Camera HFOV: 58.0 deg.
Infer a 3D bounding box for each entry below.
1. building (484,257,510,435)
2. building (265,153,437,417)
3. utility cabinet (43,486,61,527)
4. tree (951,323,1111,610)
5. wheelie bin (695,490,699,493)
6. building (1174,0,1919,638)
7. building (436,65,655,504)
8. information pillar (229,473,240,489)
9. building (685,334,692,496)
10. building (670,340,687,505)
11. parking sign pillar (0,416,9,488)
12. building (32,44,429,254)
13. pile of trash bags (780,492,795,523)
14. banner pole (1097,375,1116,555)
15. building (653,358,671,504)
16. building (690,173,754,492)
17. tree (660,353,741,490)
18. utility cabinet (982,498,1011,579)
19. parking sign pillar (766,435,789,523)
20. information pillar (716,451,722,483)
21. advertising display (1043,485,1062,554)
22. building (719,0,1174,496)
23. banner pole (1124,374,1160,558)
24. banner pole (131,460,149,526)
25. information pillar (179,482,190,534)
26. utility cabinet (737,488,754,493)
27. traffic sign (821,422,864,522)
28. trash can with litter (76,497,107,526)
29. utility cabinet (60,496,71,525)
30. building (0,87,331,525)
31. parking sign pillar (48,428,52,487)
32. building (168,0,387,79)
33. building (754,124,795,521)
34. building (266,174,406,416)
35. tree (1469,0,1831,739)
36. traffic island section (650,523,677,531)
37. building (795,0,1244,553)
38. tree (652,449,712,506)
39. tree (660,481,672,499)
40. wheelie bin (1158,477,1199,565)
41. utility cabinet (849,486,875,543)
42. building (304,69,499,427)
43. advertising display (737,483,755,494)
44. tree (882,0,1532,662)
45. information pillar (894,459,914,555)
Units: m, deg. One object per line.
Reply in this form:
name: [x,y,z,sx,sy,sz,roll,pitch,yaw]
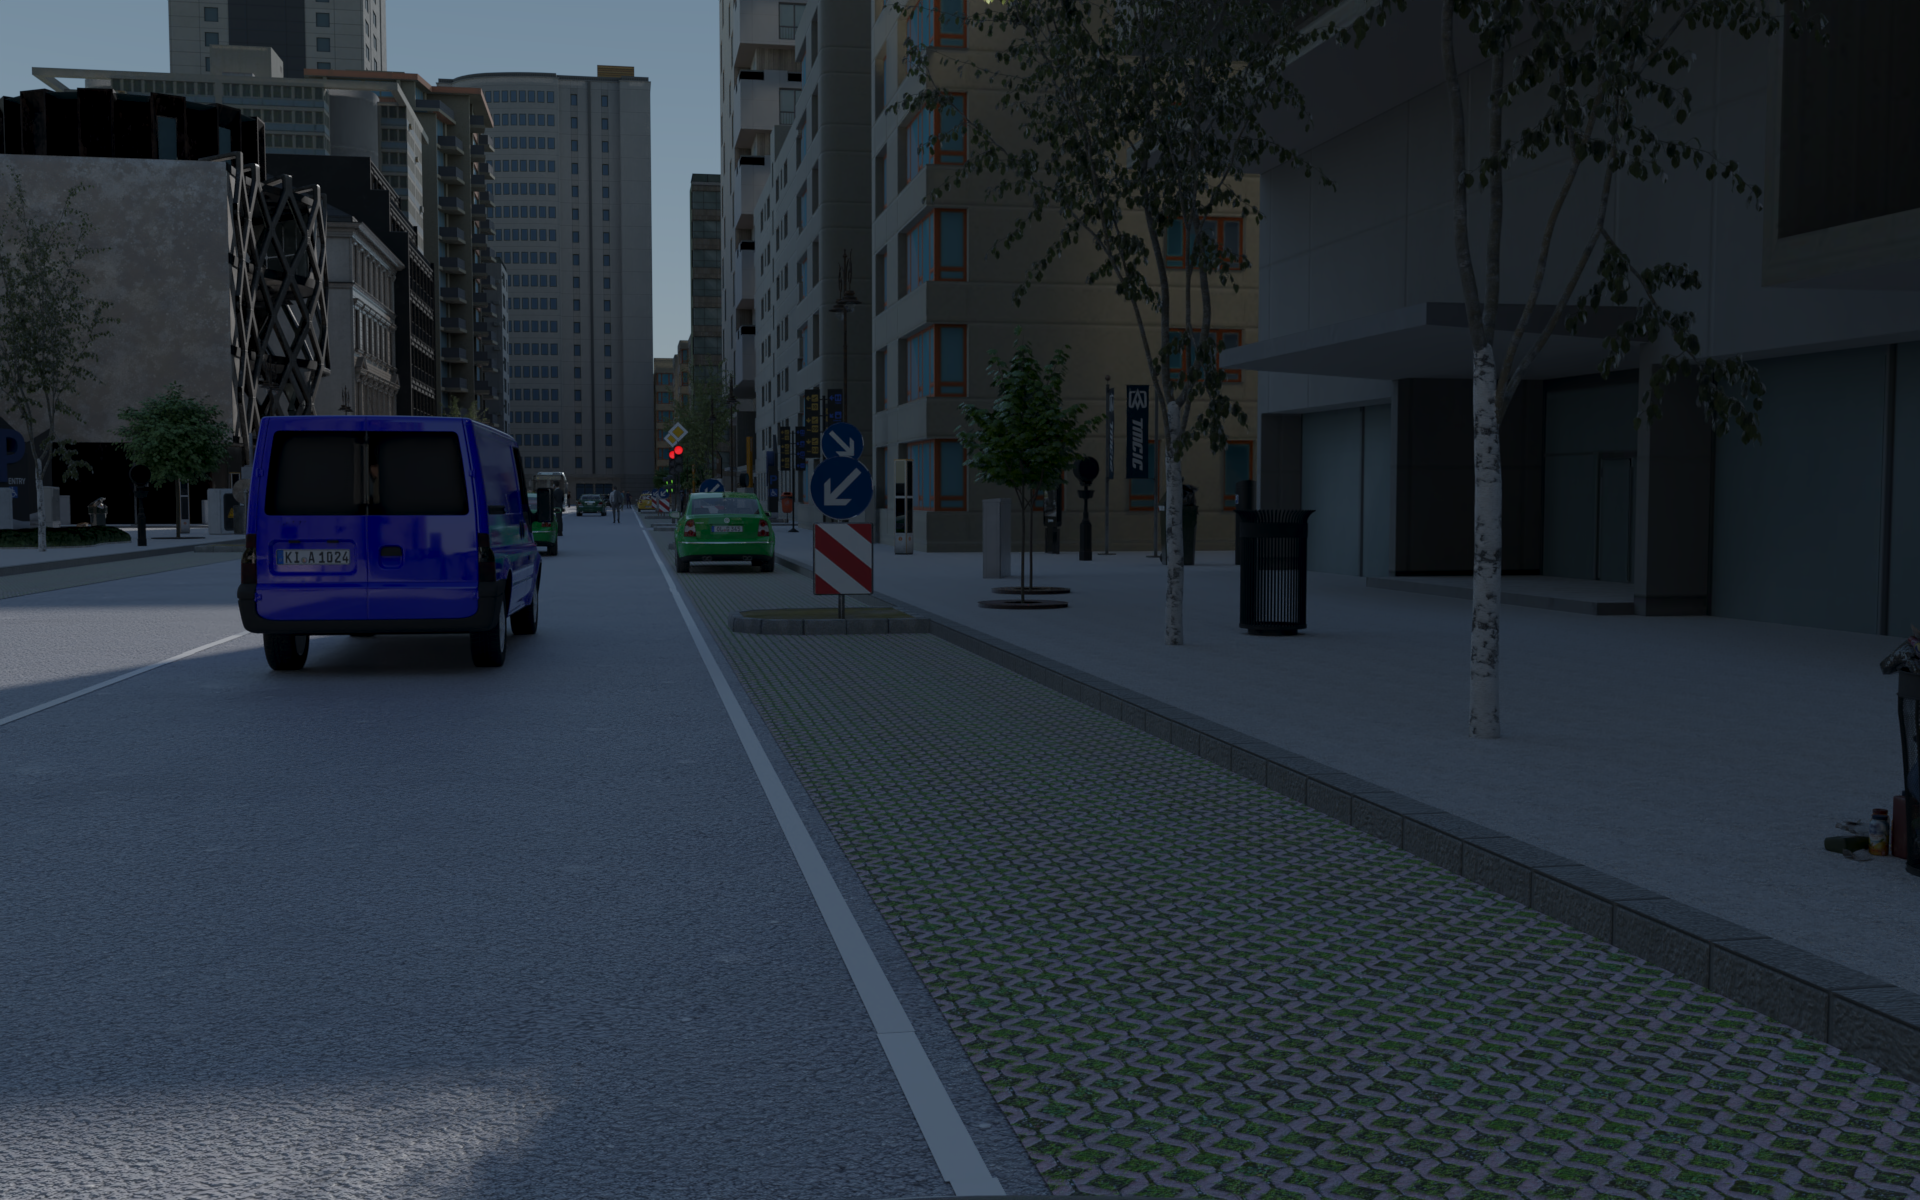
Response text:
building: [-62.108,-26.832,210.402,14.107,30.474,14.160,-1,4,-11]
building: [-43.953,-17.837,121.319,12.332,23.373,15.834,-1,4,-11]
utility cabinet: [-26.070,-2.508,49.680,0.318,1.500,1.173,-1,4,-18]
tree: [0.661,-1.539,19.769,1.663,3.219,1.824,0,3,0]
wheelie bin: [-18.898,-7.166,125.065,0.693,1.594,0.980,0,4,8]
building: [18.208,-26.215,17.847,28.713,52.752,27.495,-1,4,-11]
building: [-56.956,-42.678,239.780,28.212,58.520,21.231,-1,4,-11]
information pillar: [-24.908,-3.367,59.536,0.304,2.012,0.304,-2,4,-32]
building: [-14.083,-20.642,182.531,27.650,21.520,28.899,-1,4,-11]
building: [-20.572,-22.397,211.226,27.650,21.520,28.899,-1,4,-11]
parking sign pillar: [-28.514,-3.874,51.804,1.447,3.967,1.447,1,4,12]
building: [-61.323,-28.309,154.725,32.217,40.220,23.993,-1,4,-11]
pile of trash bags: [-8.968,-4.038,75.769,3.447,1.369,1.912,0,4,-6]
banner pole: [3.130,-2.826,36.221,0.401,3.779,0.863,0,4,-7]
building: [-29.305,-24.720,249.208,28.899,21.520,27.650,-1,4,-11]
building: [-17.791,-23.730,159.686,14.160,30.474,14.107,-1,4,-11]
tree: [-13.168,-8.496,89.266,4.737,8.622,4.395,0,3,0]
utility cabinet: [0.565,-0.954,26.759,0.306,1.237,1.020,1,4,10]
parking sign pillar: [-8.426,-5.468,77.867,1.447,3.967,1.447,-1,4,-10]
information pillar: [-12.921,-6.217,93.007,0.183,3.616,0.504,-3,4,-38]
advertising display: [1.987,-1.959,37.236,0.123,1.923,0.974,-1,4,-14]
building: [-2.936,-32.702,123.916,28.713,52.752,27.495,-1,4,-11]
banner pole: [3.735,-2.748,34.940,0.863,3.779,0.401,-1,4,-8]
banner pole: [-33.520,-4.939,70.776,0.401,3.779,0.863,2,4,27]
information pillar: [-25.204,-3.161,56.172,0.304,2.012,0.304,-3,5,-43]
utility cabinet: [-7.349,-3.091,59.221,0.318,1.500,1.173,0,4,7]
traffic sign: [-2.094,-1.877,30.787,0.768,2.556,0.104,-1,4,-9]
trash can with litter: [-29.942,-2.950,59.617,1.055,1.170,0.624,0,4,-7]
utility cabinet: [-37.597,-3.723,72.033,1.020,1.237,0.306,-2,4,-34]
building: [-38.457,-13.024,80.393,16.820,18.784,16.811,-1,4,-11]
parking sign pillar: [-37.692,-5.014,70.445,1.447,3.967,1.447,-3,5,-40]
building: [-78.510,-46.746,202.549,20.611,71.187,20.563,-1,4,-11]
building: [4.264,-15.283,94.914,28.899,21.520,27.650,-1,4,-11]
building: [-39.982,-14.663,104.364,10.561,19.102,19.286,-1,4,-11]
tree: [2.891,-3.567,8.690,4.360,8.622,3.978,0,3,0]
traffic island section: [-12.443,-3.246,75.353,2.009,0.180,2.903,-1,4,-11]
building: [10.111,-12.783,54.036,27.650,21.520,28.899,-1,4,-11]
tree: [-19.055,-8.482,122.399,4.285,4.588,4.351,0,3,0]
tree: [-30.604,-11.495,182.551,1.663,3.219,1.824,0,3,0]
wheelie bin: [3.964,-1.434,31.358,0.693,1.594,0.980,0,4,-3]
utility cabinet: [-2.578,-2.236,45.233,0.318,1.500,1.173,-2,4,-25]
building: [-60.570,-32.243,181.797,22.147,44.769,28.867,-1,4,-11]
advertising display: [-12.105,-5.672,97.945,0.974,1.923,0.123,0,4,1]
tree: [1.614,-3.917,14.399,4.360,8.622,3.978,0,3,0]
information pillar: [-1.188,-1.968,36.676,0.304,2.012,0.304,2,4,29]
